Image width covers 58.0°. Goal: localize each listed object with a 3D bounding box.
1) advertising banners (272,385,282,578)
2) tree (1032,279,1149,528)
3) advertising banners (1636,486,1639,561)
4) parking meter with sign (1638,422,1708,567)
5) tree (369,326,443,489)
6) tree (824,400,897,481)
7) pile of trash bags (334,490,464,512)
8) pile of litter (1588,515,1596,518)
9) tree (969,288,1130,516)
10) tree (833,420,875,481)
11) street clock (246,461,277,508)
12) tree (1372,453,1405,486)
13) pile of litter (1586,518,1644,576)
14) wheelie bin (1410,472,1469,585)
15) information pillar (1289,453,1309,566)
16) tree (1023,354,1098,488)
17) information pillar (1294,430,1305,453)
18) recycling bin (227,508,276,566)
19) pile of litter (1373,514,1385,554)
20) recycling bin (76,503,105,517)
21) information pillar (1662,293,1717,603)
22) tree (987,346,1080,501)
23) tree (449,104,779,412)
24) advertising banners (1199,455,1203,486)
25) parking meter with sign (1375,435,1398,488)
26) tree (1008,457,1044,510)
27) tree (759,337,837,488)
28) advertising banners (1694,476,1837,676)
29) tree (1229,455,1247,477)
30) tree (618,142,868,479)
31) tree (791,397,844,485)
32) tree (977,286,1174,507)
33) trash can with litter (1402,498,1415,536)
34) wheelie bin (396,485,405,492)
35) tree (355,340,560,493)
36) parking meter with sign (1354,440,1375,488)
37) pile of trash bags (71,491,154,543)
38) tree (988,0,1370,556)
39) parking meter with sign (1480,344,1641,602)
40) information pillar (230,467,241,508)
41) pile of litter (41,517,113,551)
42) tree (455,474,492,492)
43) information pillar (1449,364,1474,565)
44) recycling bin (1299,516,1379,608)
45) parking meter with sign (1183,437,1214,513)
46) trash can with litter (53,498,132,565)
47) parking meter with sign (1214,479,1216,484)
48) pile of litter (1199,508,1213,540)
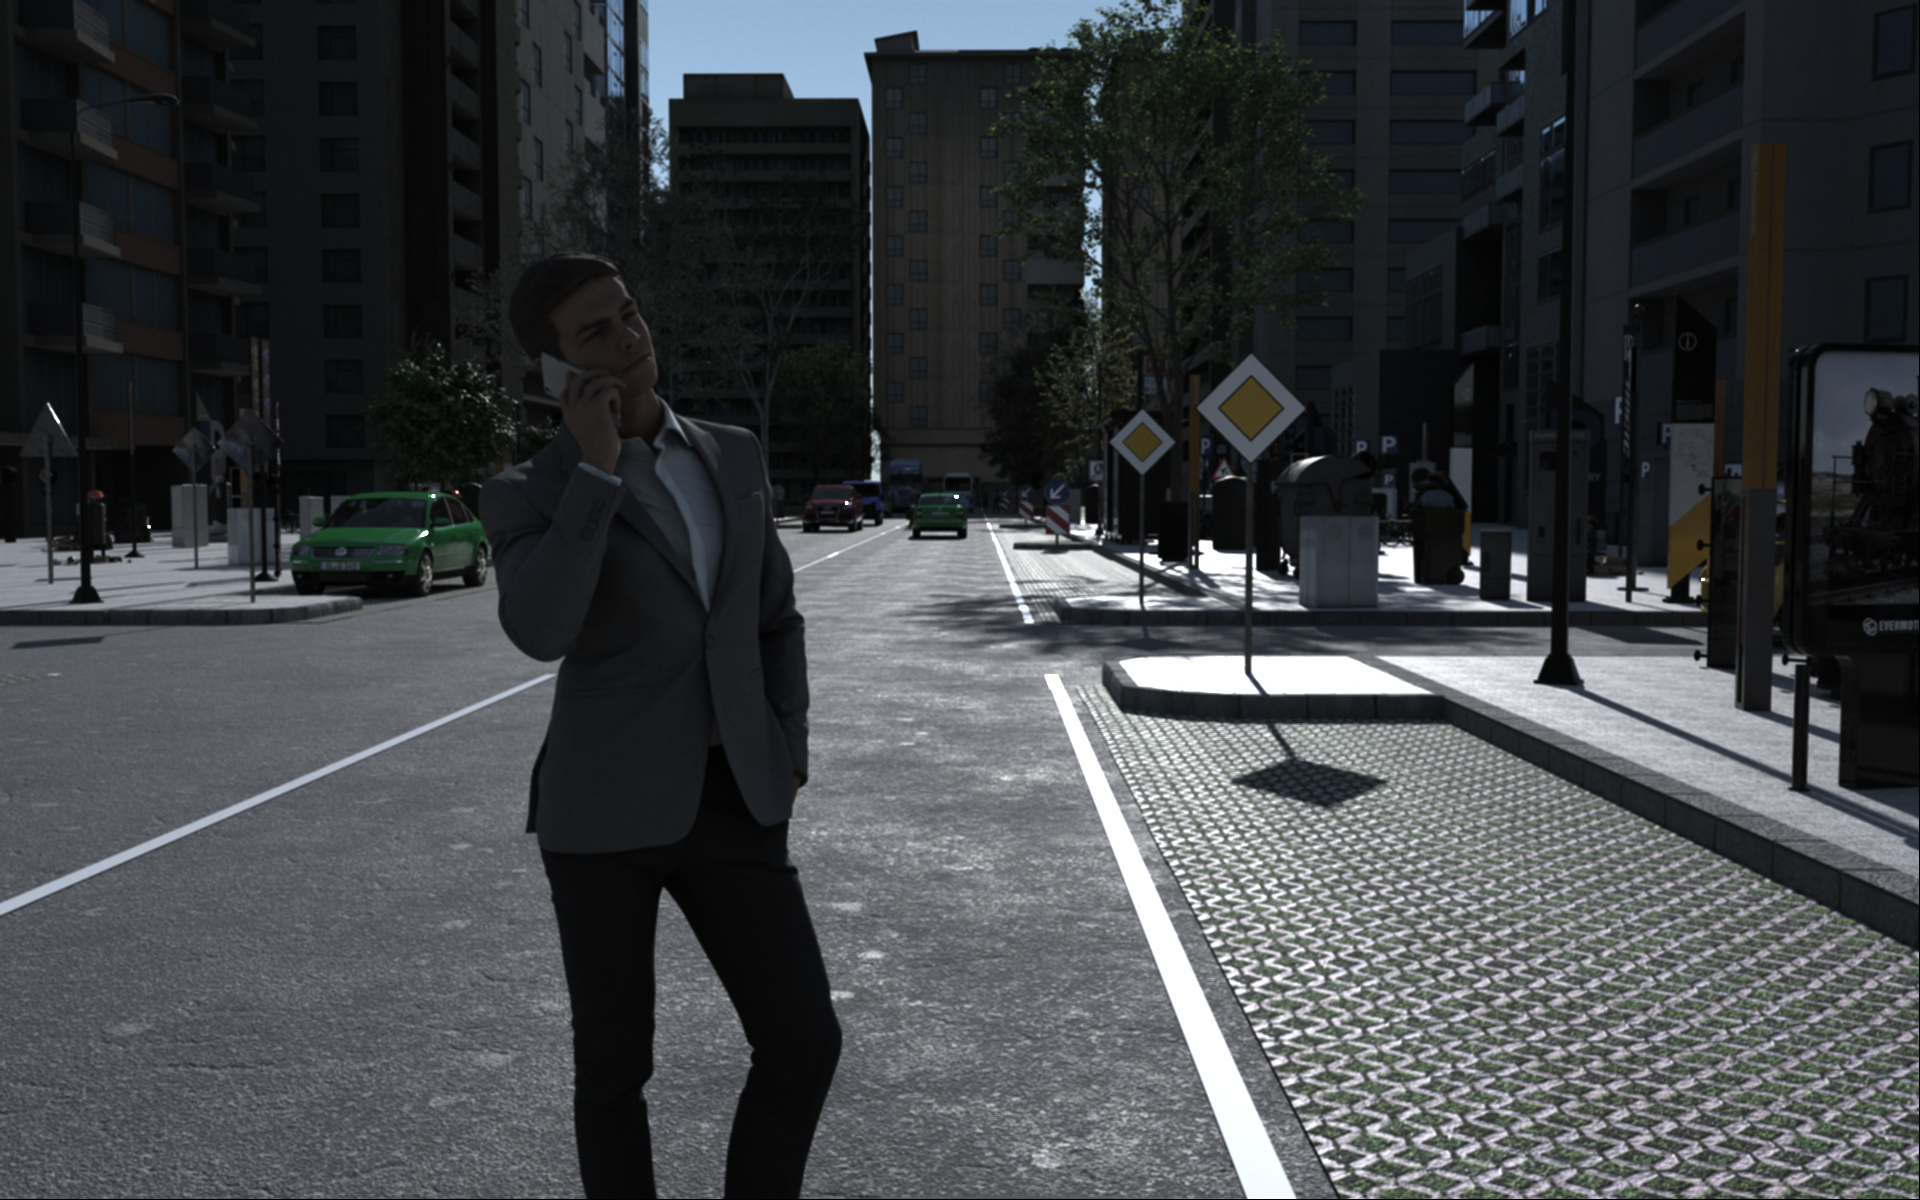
[{"bbox_3d":[-10.771,-1.904,27.315,0.090,3.025,2.074,-1,4,-20],"label":"advertising banners"},{"bbox_3d":[4.732,-6.674,59.490,4.360,8.622,3.978,0,3,0],"label":"tree"},{"bbox_3d":[13.076,-2.261,33.153,0.090,3.025,2.074,2,4,34],"label":"advertising banners"},{"bbox_3d":[12.397,-2.095,30.515,1.738,3.016,0.543,-1,4,-13],"label":"parking meter with sign"},{"bbox_3d":[-24.264,-7.725,76.671,4.737,8.622,4.395,0,3,0],"label":"tree"},{"bbox_3d":[-10.210,-14.570,172.632,8.767,10.594,7.601,1,4,8],"label":"tree"},{"bbox_3d":[-13.567,-1.961,41.822,3.447,1.369,1.912,1,4,14],"label":"pile of trash bags"},{"bbox_3d":[13.059,-1.391,36.701,1.176,0.858,1.719,1,4,19],"label":"pile of litter"},{"bbox_3d":[5.223,-11.818,103.595,12.009,13.543,11.850,0,3,0],"label":"tree"},{"bbox_3d":[-10.242,-12.958,162.225,4.360,8.622,3.978,0,3,0],"label":"tree"},{"bbox_3d":[-14.655,-1.937,36.247,0.358,2.002,0.471,3,5,42],"label":"street clock"},{"bbox_3d":[16.949,-4.595,69.733,1.663,3.219,1.824,0,3,0],"label":"tree"},{"bbox_3d":[10.104,-0.828,27.502,1.719,0.858,1.176,-1,4,-8],"label":"pile of litter"},{"bbox_3d":[6.814,-1.028,24.710,0.693,1.594,0.980,0,4,-6],"label":"wheelie bin"},{"bbox_3d":[6.094,-1.629,31.124,0.304,2.012,0.304,1,4,15],"label":"information pillar"},{"bbox_3d":[4.967,-8.335,86.634,4.737,8.622,4.395,0,3,0],"label":"tree"},{"bbox_3d":[12.358,-4.399,63.280,0.504,3.616,0.183,-1,4,-14],"label":"information pillar"},{"bbox_3d":[-12.784,-1.149,31.335,0.722,1.027,0.722,-3,4,-39],"label":"recycling bin"},{"bbox_3d":[8.679,-1.448,37.632,1.176,0.858,1.719,1,4,22],"label":"pile of litter"},{"bbox_3d":[-24.522,-2.222,48.876,0.722,1.027,0.722,-2,4,-28],"label":"recycling bin"},{"bbox_3d":[8.573,-1.771,20.315,0.504,3.616,0.183,0,4,3],"label":"information pillar"},{"bbox_3d":[5.791,-13.146,133.060,7.486,12.596,7.792,0,3,0],"label":"tree"},{"bbox_3d":[-10.492,-8.784,53.983,12.009,13.543,11.850,0,3,0],"label":"tree"},{"bbox_3d":[7.474,-3.652,55.898,0.090,3.025,2.074,2,4,31],"label":"advertising banners"},{"bbox_3d":[12.546,-3.334,50.767,0.543,3.016,1.738,1,4,14],"label":"parking meter with sign"},{"bbox_3d":[5.675,-9.590,140.505,4.285,4.588,4.351,0,3,0],"label":"tree"},{"bbox_3d":[-9.351,-11.502,113.817,9.928,11.665,9.643,0,3,0],"label":"tree"},{"bbox_3d":[6.129,-0.968,12.008,0.090,3.025,2.074,-3,4,-37],"label":"advertising banners"},{"bbox_3d":[12.384,-4.981,76.047,1.663,3.219,1.824,0,3,0],"label":"tree"},{"bbox_3d":[-11.944,-14.618,94.897,12.611,20.169,13.585,0,3,0],"label":"tree"},{"bbox_3d":[-10.540,-10.973,129.765,4.737,8.622,4.395,0,3,0],"label":"tree"},{"bbox_3d":[5.360,-8.817,78.565,8.767,10.594,7.601,0,4,-6],"label":"tree"},{"bbox_3d":[14.100,-2.564,53.311,0.624,1.170,1.055,-1,4,-23],"label":"trash can with litter"},{"bbox_3d":[-20.293,-3.367,62.954,0.693,1.594,0.980,-1,4,-23],"label":"wheelie bin"},{"bbox_3d":[-11.113,-3.265,37.096,4.285,4.588,4.351,0,3,0],"label":"tree"},{"bbox_3d":[13.569,-3.691,56.606,0.543,3.016,1.738,3,5,44],"label":"parking meter with sign"},{"bbox_3d":[-22.215,-2.165,45.143,1.912,1.369,3.447,-1,4,-16],"label":"pile of trash bags"},{"bbox_3d":[4.402,-6.754,36.187,9.928,11.665,9.643,0,3,0],"label":"tree"},{"bbox_3d":[7.158,-1.497,20.743,1.738,3.016,0.543,1,4,19],"label":"parking meter with sign"},{"bbox_3d":[-19.740,-2.622,47.355,0.304,2.012,0.304,0,4,-6],"label":"information pillar"},{"bbox_3d":[-20.171,-1.567,39.587,1.176,0.858,1.719,3,5,40],"label":"pile of litter"},{"bbox_3d":[-20.330,-4.690,71.278,1.663,3.219,1.824,0,3,0],"label":"tree"},{"bbox_3d":[9.010,-2.432,31.115,0.504,3.616,0.183,-2,4,-29],"label":"information pillar"},{"bbox_3d":[4.324,-0.442,19.787,0.722,1.027,0.722,0,4,-6],"label":"recycling bin"},{"bbox_3d":[6.976,-3.520,53.814,0.543,3.016,1.738,-3,4,-39],"label":"parking meter with sign"},{"bbox_3d":[-16.324,-1.293,32.198,1.678,1.210,2.233,0,4,-4],"label":"trash can with litter"},{"bbox_3d":[13.128,-5.646,88.576,1.738,3.016,0.543,-3,5,-39],"label":"parking meter with sign"},{"bbox_3d":[7.266,-2.127,48.740,1.719,0.858,1.176,-2,4,-32],"label":"pile of litter"}]
